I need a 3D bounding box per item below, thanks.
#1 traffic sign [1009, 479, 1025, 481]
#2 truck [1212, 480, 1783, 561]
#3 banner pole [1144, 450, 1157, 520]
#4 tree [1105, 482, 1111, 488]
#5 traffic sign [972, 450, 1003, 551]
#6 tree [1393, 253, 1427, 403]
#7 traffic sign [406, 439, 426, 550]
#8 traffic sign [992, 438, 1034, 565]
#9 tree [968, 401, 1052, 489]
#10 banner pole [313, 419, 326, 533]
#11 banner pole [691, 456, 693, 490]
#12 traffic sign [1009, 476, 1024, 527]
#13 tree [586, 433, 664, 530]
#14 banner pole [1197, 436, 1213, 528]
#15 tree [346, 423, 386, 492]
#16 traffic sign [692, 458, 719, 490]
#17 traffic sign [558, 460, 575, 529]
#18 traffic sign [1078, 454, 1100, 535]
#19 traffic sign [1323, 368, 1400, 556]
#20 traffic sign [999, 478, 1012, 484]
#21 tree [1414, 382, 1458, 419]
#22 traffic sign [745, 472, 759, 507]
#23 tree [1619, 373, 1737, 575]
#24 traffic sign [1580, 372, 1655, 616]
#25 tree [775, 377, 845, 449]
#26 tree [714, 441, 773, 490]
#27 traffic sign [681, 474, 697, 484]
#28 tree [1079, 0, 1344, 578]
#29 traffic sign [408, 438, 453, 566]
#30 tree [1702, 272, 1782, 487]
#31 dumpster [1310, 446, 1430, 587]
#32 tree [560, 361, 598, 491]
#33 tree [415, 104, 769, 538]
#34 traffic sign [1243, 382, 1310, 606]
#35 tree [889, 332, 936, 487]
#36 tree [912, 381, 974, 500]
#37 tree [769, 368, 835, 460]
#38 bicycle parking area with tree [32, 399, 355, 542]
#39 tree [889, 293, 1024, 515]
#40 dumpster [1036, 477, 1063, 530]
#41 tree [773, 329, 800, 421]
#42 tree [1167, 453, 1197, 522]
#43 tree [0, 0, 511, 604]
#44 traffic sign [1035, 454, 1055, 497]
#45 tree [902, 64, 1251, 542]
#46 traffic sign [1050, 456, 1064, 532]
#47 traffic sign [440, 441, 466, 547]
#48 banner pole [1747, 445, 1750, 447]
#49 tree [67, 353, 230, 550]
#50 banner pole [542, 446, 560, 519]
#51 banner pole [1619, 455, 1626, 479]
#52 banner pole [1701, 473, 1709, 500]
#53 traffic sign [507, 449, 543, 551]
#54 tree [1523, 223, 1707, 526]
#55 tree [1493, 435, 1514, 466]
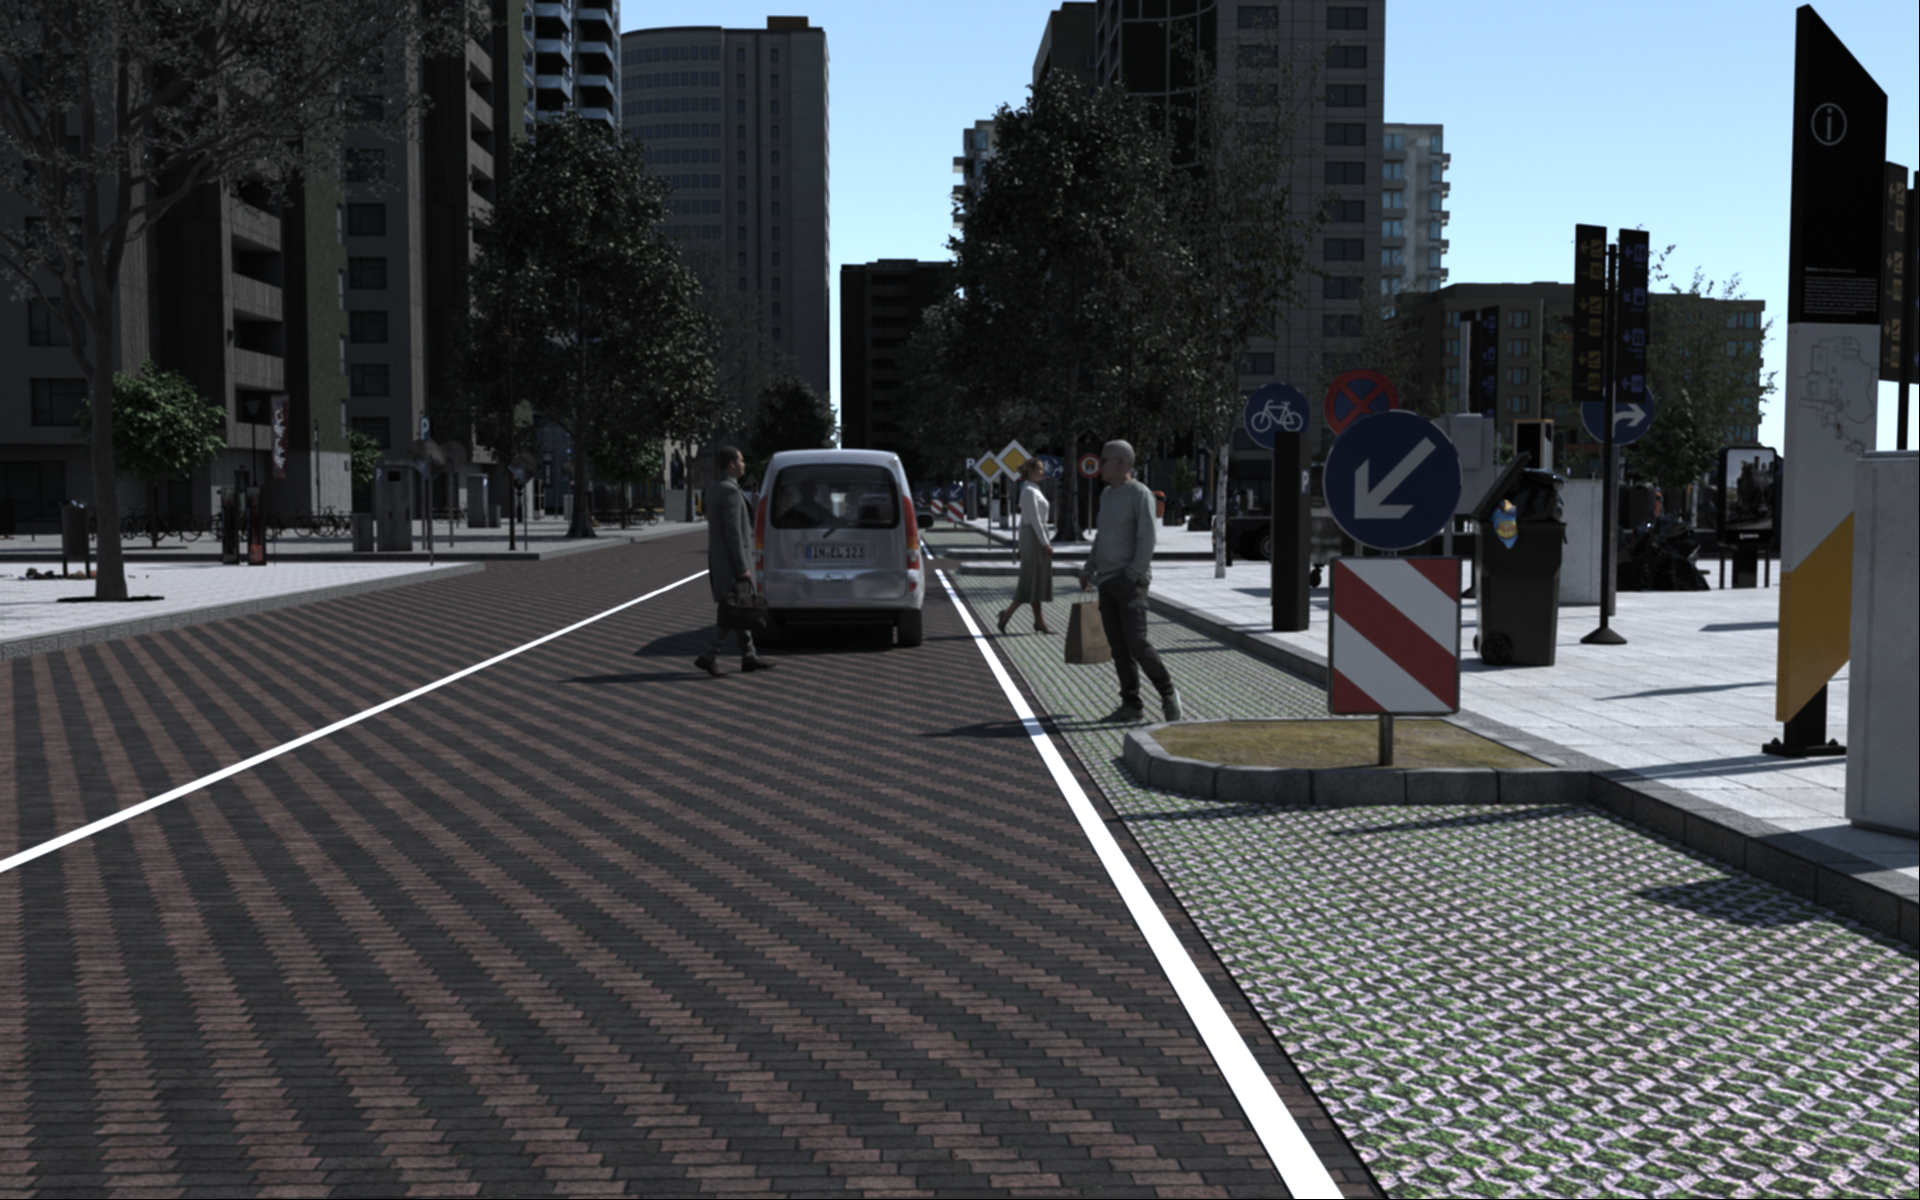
[{"bbox_3d":[2.202,-4.296,70.241,0.884,2.594,0.081,0,4,4],"label":"traffic sign"},{"bbox_3d":[14.735,-2.799,35.525,18.799,4.110,2.967,0,4,0],"label":"truck"},{"bbox_3d":[9.344,-5.860,85.836,0.863,3.779,0.401,1,4,22],"label":"banner pole"},{"bbox_3d":[8.887,-6.352,98.457,1.663,3.219,1.824,0,3,0],"label":"tree"},{"bbox_3d":[0.667,-2.182,39.324,0.795,2.450,0.064,0,4,-2],"label":"traffic sign"},{"bbox_3d":[12.506,-6.310,53.537,4.360,8.622,3.978,0,3,0],"label":"tree"},{"bbox_3d":[-12.299,-2.420,39.669,0.768,2.556,0.104,0,4,1],"label":"traffic sign"},{"bbox_3d":[0.980,-1.694,31.345,0.795,2.450,0.064,0,4,-2],"label":"traffic sign"},{"bbox_3d":[1.694,-8.437,88.300,4.360,8.622,3.978,0,3,0],"label":"tree"},{"bbox_3d":[-21.230,-4.110,57.223,0.401,3.779,0.863,-1,4,-14],"label":"banner pole"},{"bbox_3d":[-17.330,-7.537,113.243,0.863,3.779,0.401,-3,4,-36],"label":"banner pole"},{"bbox_3d":[2.084,-4.154,67.925,0.884,2.594,0.081,0,4,1],"label":"traffic sign"},{"bbox_3d":[-12.125,-4.813,62.403,4.285,4.588,4.351,0,3,0],"label":"tree"},{"bbox_3d":[9.247,-4.606,65.320,0.401,3.779,0.863,-3,5,-41],"label":"banner pole"},{"bbox_3d":[-27.626,-5.773,78.106,4.285,4.588,4.351,0,3,0],"label":"tree"},{"bbox_3d":[-13.788,-6.286,96.646,2.265,3.308,0.079,0,4,1],"label":"traffic sign"},{"bbox_3d":[-13.138,-3.490,58.239,0.795,2.450,0.064,0,4,4],"label":"traffic sign"},{"bbox_3d":[4.091,-3.325,54.476,0.768,2.556,0.104,0,4,7],"label":"traffic sign"},{"bbox_3d":[4.055,-1.069,17.578,0.768,2.556,0.104,0,4,4],"label":"traffic sign"},{"bbox_3d":[2.588,-5.918,96.867,0.768,2.556,0.104,0,4,0],"label":"traffic sign"},{"bbox_3d":[31.730,-9.960,113.202,4.737,8.622,4.395,0,3,0],"label":"tree"},{"bbox_3d":[-12.459,-6.337,103.611,0.884,2.594,0.081,0,4,8],"label":"traffic sign"},{"bbox_3d":[11.454,-2.042,27.981,1.663,3.219,1.824,0,3,0],"label":"tree"},{"bbox_3d":[6.857,-1.104,18.154,0.768,2.556,0.104,0,4,1],"label":"traffic sign"},{"bbox_3d":[-17.092,-17.134,186.788,9.857,13.997,8.962,0,3,0],"label":"tree"},{"bbox_3d":[-13.874,-7.556,107.256,4.285,4.588,4.351,0,3,0],"label":"tree"},{"bbox_3d":[-14.813,-5.791,94.686,0.884,2.594,0.081,0,4,7],"label":"traffic sign"},{"bbox_3d":[3.945,-4.651,26.410,4.360,8.622,3.978,0,3,0],"label":"tree"},{"bbox_3d":[-9.457,-1.671,30.958,0.795,2.450,0.064,0,4,-2],"label":"traffic sign"},{"bbox_3d":[24.425,-6.512,56.830,4.737,8.622,4.395,0,3,0],"label":"tree"},{"bbox_3d":[5.399,-1.253,22.973,1.502,2.255,1.985,0,4,-2],"label":"dumpster"},{"bbox_3d":[-20.055,-8.810,94.404,4.737,8.622,4.395,0,3,0],"label":"tree"},{"bbox_3d":[-11.192,-8.212,51.277,9.611,12.733,9.660,0,3,0],"label":"tree"},{"bbox_3d":[3.613,-1.207,19.844,0.768,2.556,0.104,0,4,-1],"label":"traffic sign"},{"bbox_3d":[-1.745,-20.600,192.705,12.611,20.169,13.585,0,3,0],"label":"tree"},{"bbox_3d":[-1.533,-15.873,177.655,7.486,12.596,7.792,0,3,0],"label":"tree"},{"bbox_3d":[-15.974,-14.728,157.803,9.611,12.733,9.660,0,3,0],"label":"tree"},{"bbox_3d":[-21.661,-3.859,50.101,9.016,4.147,8.231,1,4,21],"label":"bicycle parking area with tree"},{"bbox_3d":[0.398,-12.326,108.185,9.857,13.997,8.962,0,3,0],"label":"tree"},{"bbox_3d":[3.082,-3.389,61.173,1.264,1.857,1.865,0,4,-2],"label":"dumpster"},{"bbox_3d":[-12.188,-10.263,78.170,12.009,13.543,11.850,0,3,0],"label":"tree"},{"bbox_3d":[10.407,-5.256,80.536,1.663,3.219,1.824,0,3,0],"label":"tree"},{"bbox_3d":[-10.327,-6.728,20.381,12.009,13.543,11.850,0,3,0],"label":"tree"},{"bbox_3d":[2.664,-3.383,55.424,0.768,2.556,0.104,0,4,2],"label":"traffic sign"},{"bbox_3d":[3.067,-7.919,46.488,9.611,12.733,9.660,0,3,0],"label":"tree"},{"bbox_3d":[3.202,-3.541,57.998,0.768,2.556,0.104,0,4,7],"label":"traffic sign"},{"bbox_3d":[-12.290,-2.550,41.798,0.768,2.556,0.104,0,4,6],"label":"traffic sign"},{"bbox_3d":[40.616,-6.040,88.767,0.863,3.779,0.401,0,4,3],"label":"banner pole"},{"bbox_3d":[-19.021,-3.482,40.647,4.285,4.588,4.351,0,3,0],"label":"tree"},{"bbox_3d":[-21.089,-6.075,89.348,0.863,3.779,0.401,-1,4,-18],"label":"banner pole"},{"bbox_3d":[37.385,-6.613,98.146,0.401,3.779,0.863,-2,4,-28],"label":"banner pole"},{"bbox_3d":[32.980,-5.302,76.703,0.863,3.779,0.401,-3,4,-38],"label":"banner pole"},{"bbox_3d":[-9.770,-2.159,38.937,0.795,2.450,0.064,0,4,-2],"label":"traffic sign"},{"bbox_3d":[17.831,-5.970,47.980,4.737,8.622,4.395,0,3,0],"label":"tree"},{"bbox_3d":[29.705,-6.853,95.758,4.285,4.588,4.351,0,3,0],"label":"tree"}]
